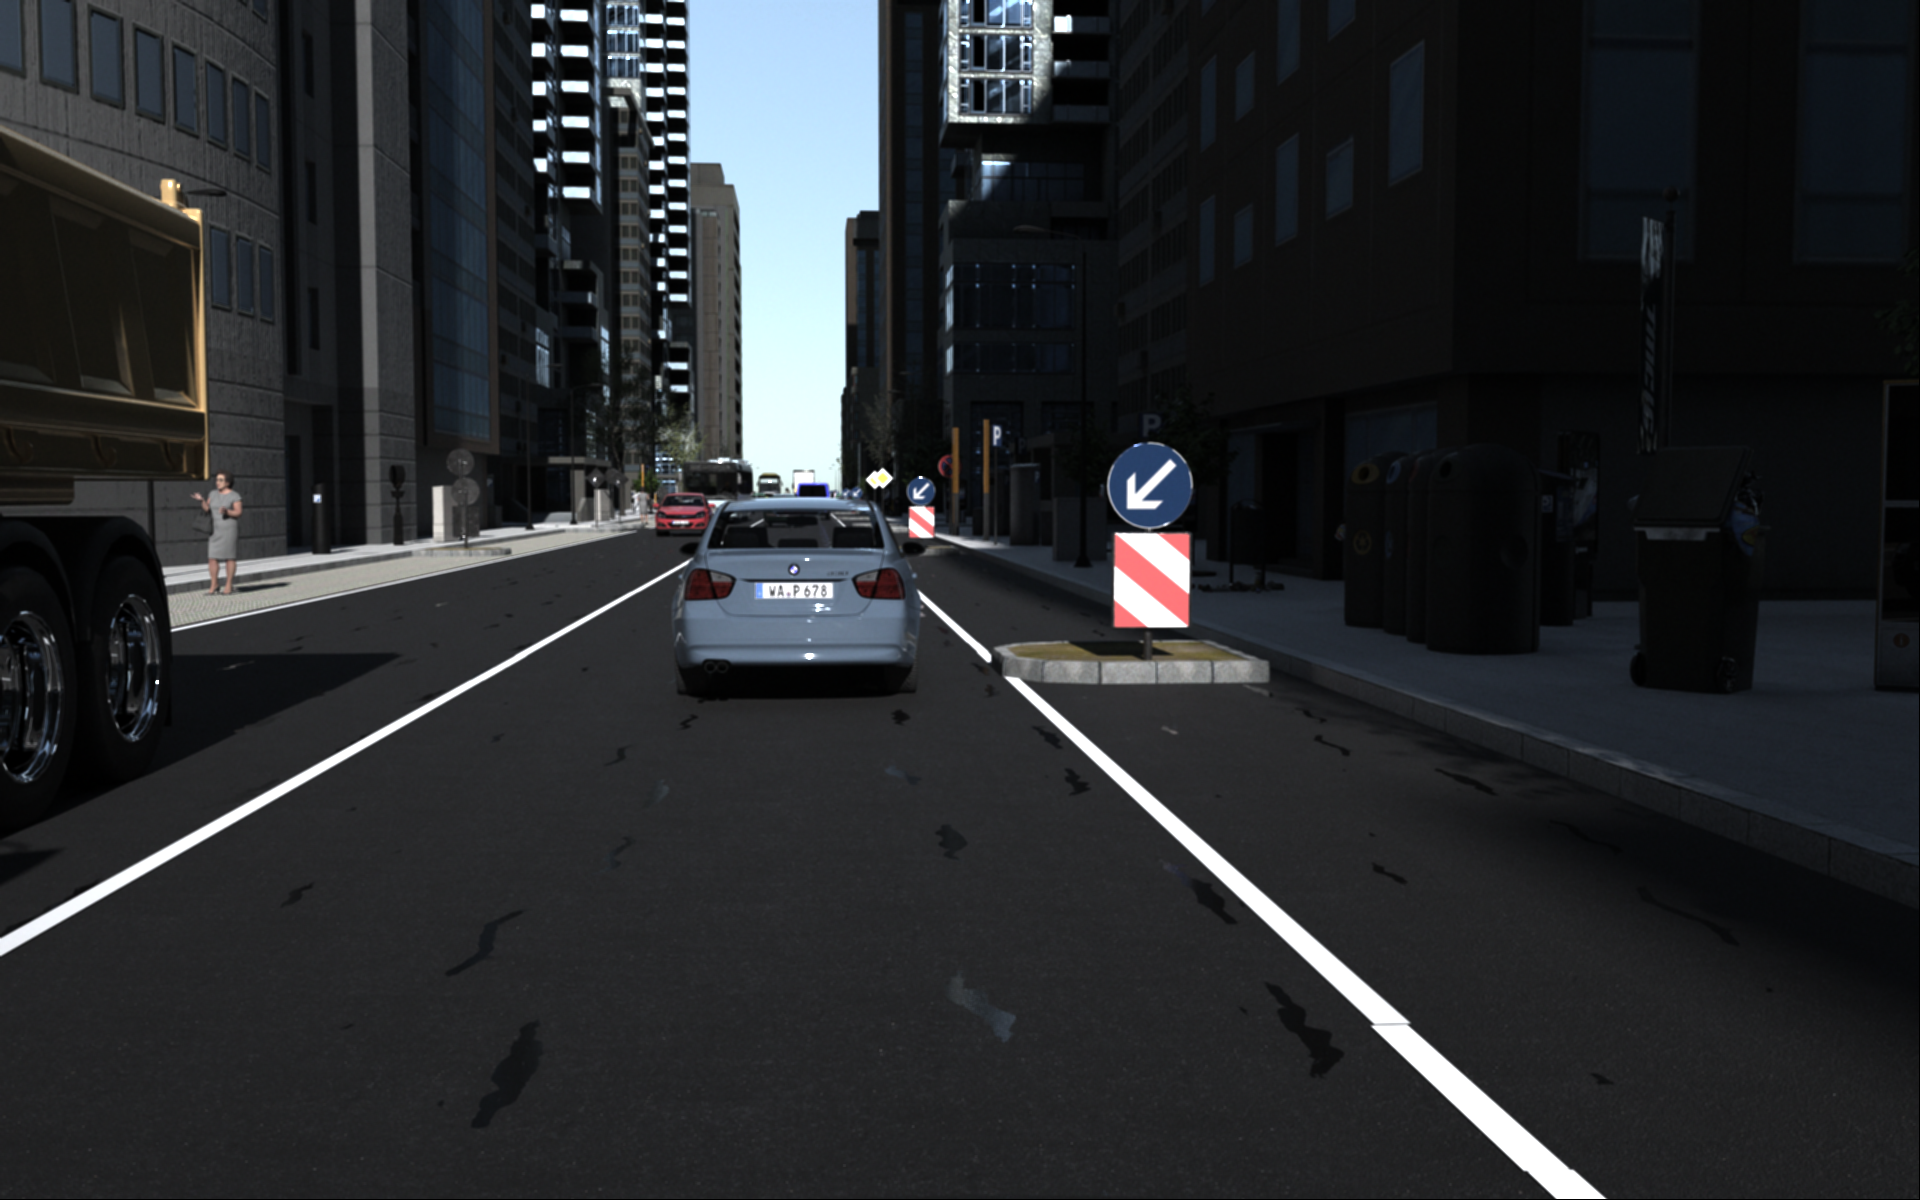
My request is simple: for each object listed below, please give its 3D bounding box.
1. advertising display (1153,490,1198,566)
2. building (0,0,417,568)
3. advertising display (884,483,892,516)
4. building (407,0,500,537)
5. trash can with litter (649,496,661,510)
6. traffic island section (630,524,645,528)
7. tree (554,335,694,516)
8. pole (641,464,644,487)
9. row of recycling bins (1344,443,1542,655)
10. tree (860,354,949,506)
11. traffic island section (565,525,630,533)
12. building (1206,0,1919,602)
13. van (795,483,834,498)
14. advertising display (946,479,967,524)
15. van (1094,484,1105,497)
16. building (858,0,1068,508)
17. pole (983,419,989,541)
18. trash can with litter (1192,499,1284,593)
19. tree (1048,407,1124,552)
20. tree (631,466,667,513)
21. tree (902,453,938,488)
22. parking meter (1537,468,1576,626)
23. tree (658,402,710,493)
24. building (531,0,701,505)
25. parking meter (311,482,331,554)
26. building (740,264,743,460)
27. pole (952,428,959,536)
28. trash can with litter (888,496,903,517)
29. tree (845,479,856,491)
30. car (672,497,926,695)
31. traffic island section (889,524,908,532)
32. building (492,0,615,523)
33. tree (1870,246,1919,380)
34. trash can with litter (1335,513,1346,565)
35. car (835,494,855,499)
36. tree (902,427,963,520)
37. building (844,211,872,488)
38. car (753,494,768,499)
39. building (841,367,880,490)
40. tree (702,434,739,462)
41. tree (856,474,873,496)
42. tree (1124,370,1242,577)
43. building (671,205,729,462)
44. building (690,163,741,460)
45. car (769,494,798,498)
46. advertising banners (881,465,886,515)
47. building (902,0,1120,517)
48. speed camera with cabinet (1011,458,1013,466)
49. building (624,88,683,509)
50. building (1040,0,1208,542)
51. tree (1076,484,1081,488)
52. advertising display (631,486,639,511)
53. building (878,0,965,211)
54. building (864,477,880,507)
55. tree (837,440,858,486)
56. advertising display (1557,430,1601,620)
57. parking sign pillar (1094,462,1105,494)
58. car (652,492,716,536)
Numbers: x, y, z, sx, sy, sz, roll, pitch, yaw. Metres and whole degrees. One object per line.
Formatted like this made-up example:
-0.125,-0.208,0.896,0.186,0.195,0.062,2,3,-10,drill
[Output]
3.790,-1.571,30.894,0.974,1.923,0.123,-1,4,-22,advertising display
-24.264,-29.927,31.310,21.231,58.520,28.212,0,4,-5,building
-4.277,-5.907,101.786,0.123,1.923,0.974,-2,4,-29,advertising display
-23.199,-24.717,54.239,14.200,45.320,14.600,0,4,-5,building
-24.843,-8.009,142.005,2.233,1.210,1.678,1,4,22,trash can with litter
-14.423,-3.123,73.340,2.009,0.180,2.903,0,4,-5,traffic island section
-19.682,-10.199,101.174,8.767,10.594,7.601,0,4,-2,tree
-21.612,-7.599,118.090,0.158,3.312,0.155,0,3,0,pole
4.278,-0.513,15.495,1.069,1.692,3.534,0,4,-1,row of recycling bins
-2.667,-8.566,90.416,4.360,8.622,3.978,0,3,0,tree
-13.730,-2.636,65.384,2.009,0.180,2.903,0,4,-5,traffic island section
11.917,-23.012,26.350,14.600,45.320,14.200,0,4,-5,building
-8.216,-5.681,97.275,2.240,2.365,5.245,0,4,-4,van
-0.157,-4.302,75.547,0.974,1.923,0.123,2,4,27,advertising display
7.593,-3.976,72.011,4.112,2.044,2.013,0,4,-5,van
-0.748,-54.743,207.713,22.319,86.520,31.000,0,4,-5,building
0.718,-3.274,47.368,0.158,3.312,0.155,0,3,0,pole
3.450,-0.738,23.123,2.233,1.210,1.678,-1,4,-23,trash can with litter
3.012,-2.683,38.467,1.663,3.219,1.824,0,3,0,tree
-20.826,-7.473,116.785,1.663,3.219,1.824,0,3,0,tree
-1.789,-5.294,81.150,1.663,3.219,1.824,0,3,0,tree
5.809,-0.521,16.925,0.372,1.533,0.369,0,3,0,parking meter
-22.064,-11.362,136.137,4.737,8.622,4.395,0,3,0,tree
-38.871,-53.324,184.523,22.319,86.520,31.000,0,4,-5,building
-13.645,-1.747,36.969,0.372,1.533,0.369,0,3,0,parking meter
-44.813,-37.590,298.197,14.154,41.232,14.086,0,4,-5,building
-0.138,-3.627,53.143,0.158,3.312,0.155,0,3,0,pole
-3.671,-5.282,97.749,0.624,1.170,1.055,-3,5,-42,trash can with litter
-12.348,-12.545,199.719,1.663,3.219,1.824,0,3,0,tree
-1.252,-0.104,13.707,2.014,1.417,4.499,0,4,-4,car
-2.929,-2.693,66.316,2.009,0.180,2.903,0,4,-5,traffic island section
-33.904,-23.930,83.137,32.217,40.220,23.993,0,4,-5,building
10.802,-2.041,17.084,4.285,4.588,4.351,0,3,0,tree
4.402,-0.465,18.993,0.624,1.170,1.055,1,4,9,trash can with litter
-9.070,-7.765,135.746,1.959,1.807,4.718,0,4,-6,car
-1.371,-6.203,85.130,4.285,4.588,4.351,0,3,0,tree
-10.936,-38.075,272.632,14.600,45.320,14.200,0,4,-5,building
-20.125,-10.042,172.990,1.959,1.807,4.718,0,4,-6,car
-6.171,-27.543,295.362,27.650,21.520,28.899,0,4,-5,building
-28.554,-15.761,208.057,4.360,8.622,3.978,0,3,0,tree
-8.585,-10.325,163.415,1.663,3.219,1.824,0,3,0,tree
3.544,-1.990,27.138,1.663,3.219,1.824,0,3,0,tree
-39.176,-33.908,237.989,14.154,41.232,14.086,0,4,-5,building
-43.531,-38.654,255.694,21.300,48.544,21.600,0,4,-5,building
-7.665,-4.034,75.747,2.009,1.686,4.222,0,4,-4,car
-4.636,-6.665,105.167,0.090,3.025,2.074,0,4,4,advertising banners
7.391,-48.825,110.956,22.319,86.520,31.000,0,4,-5,building
2.166,-6.137,94.671,2.038,3.252,0.660,3,5,40,speed camera with cabinet
-41.198,-28.506,157.947,32.217,40.220,23.993,0,4,-5,building
18.194,-22.160,54.198,32.217,40.220,23.993,0,4,-5,building
7.420,-6.720,93.589,4.285,4.588,4.351,0,3,0,tree
-24.461,-7.710,131.279,0.974,1.923,0.123,1,4,18,advertising display
0.532,-30.102,142.277,14.600,45.320,14.200,0,4,-5,building
6.103,-29.987,182.172,32.217,40.220,23.993,0,4,-5,building
-14.622,-17.233,232.129,4.737,8.622,4.395,0,3,0,tree
6.337,-0.768,17.770,0.123,1.923,0.974,3,4,38,advertising display
6.274,-5.285,74.879,1.447,3.967,1.447,-2,4,-25,parking sign pillar
-9.554,-3.128,60.183,2.155,1.783,4.494,0,4,-5,car
